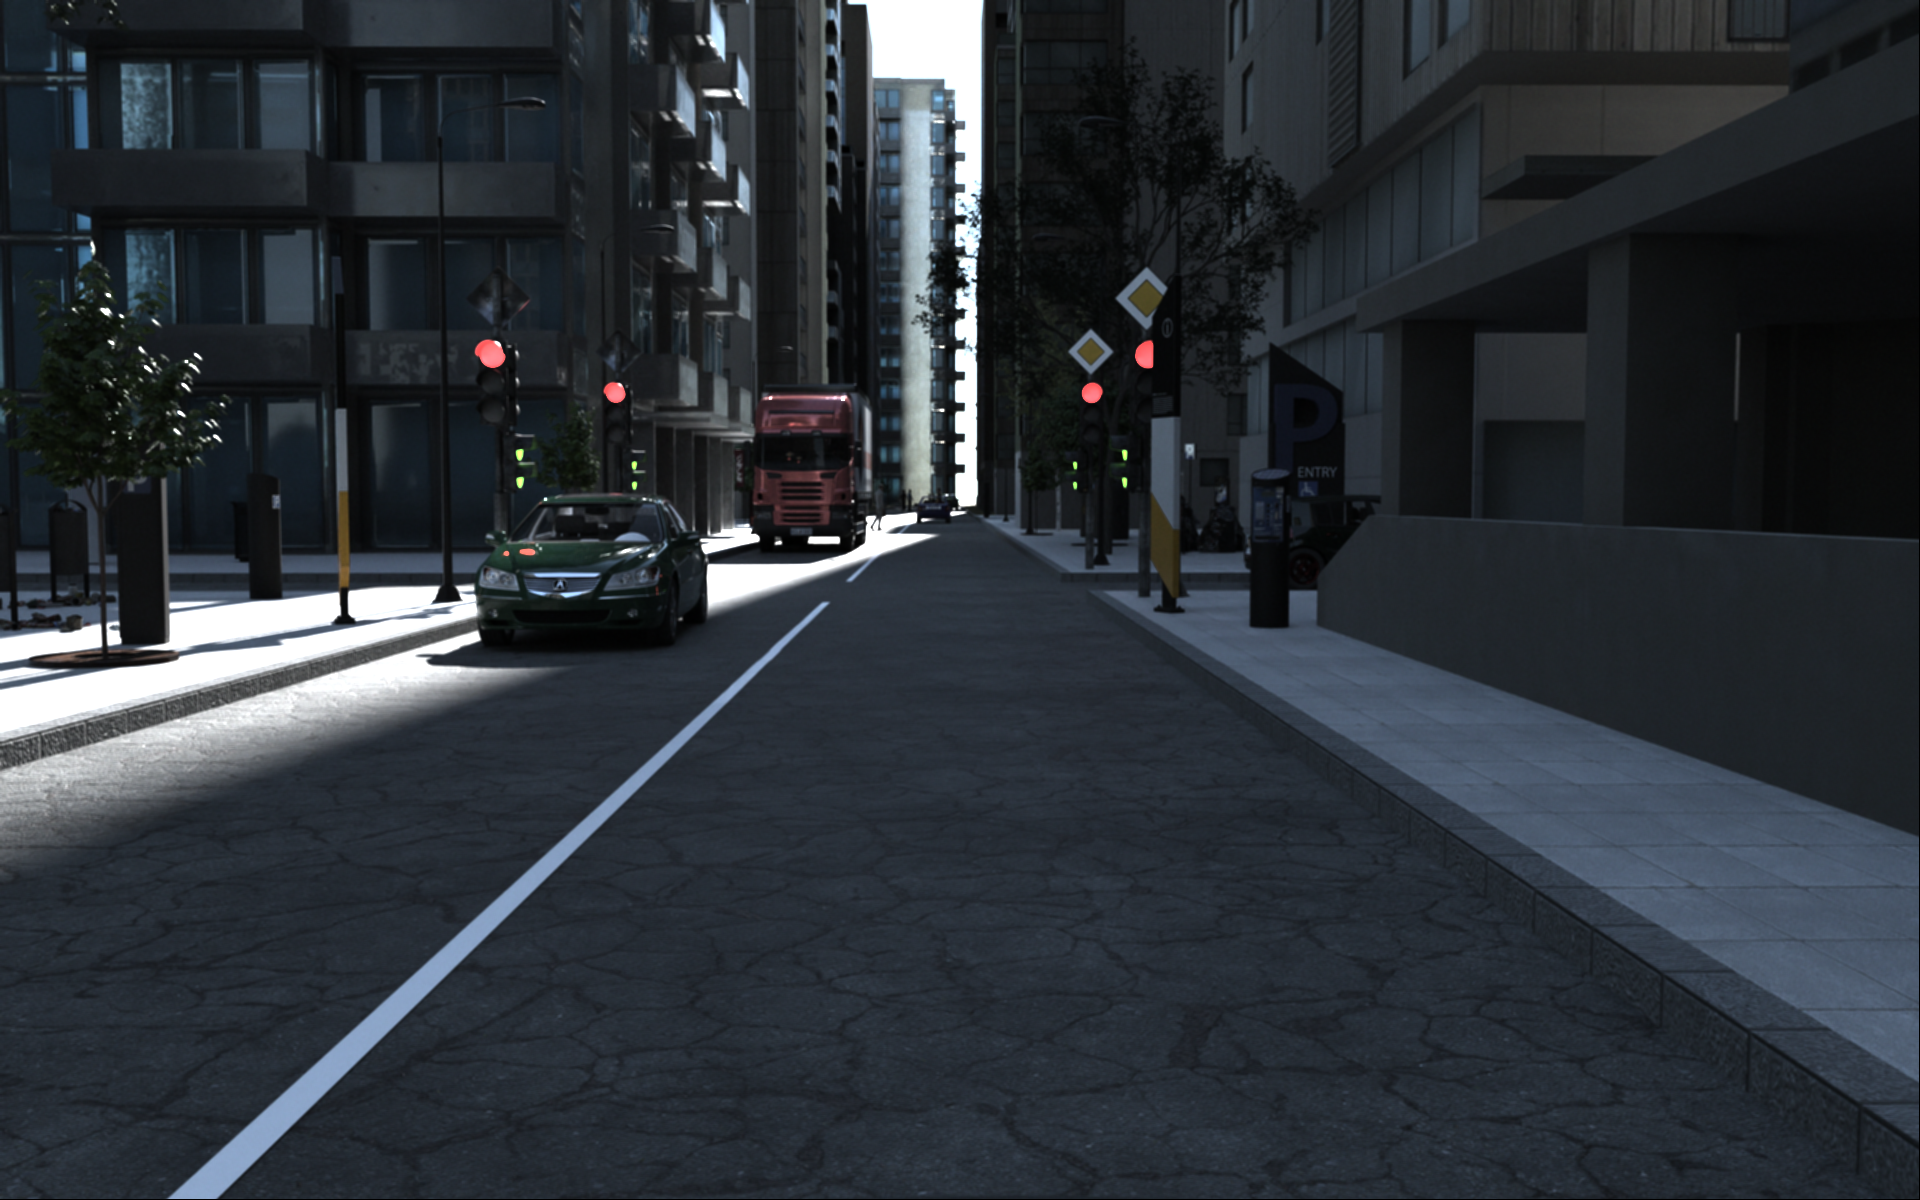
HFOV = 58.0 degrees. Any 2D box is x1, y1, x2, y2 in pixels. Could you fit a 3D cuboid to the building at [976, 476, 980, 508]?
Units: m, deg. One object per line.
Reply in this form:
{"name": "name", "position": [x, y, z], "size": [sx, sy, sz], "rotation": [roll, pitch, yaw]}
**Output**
{"name": "building", "position": [17.784, -29.132, 168.191], "size": [32.217, 40.220, 23.993], "rotation": [0, 4, -1]}

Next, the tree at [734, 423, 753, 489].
{"name": "tree", "position": [-7.955, -5.378, 71.641], "size": [4.285, 4.588, 4.351], "rotation": [0, 3, 0]}

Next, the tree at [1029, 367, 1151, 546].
{"name": "tree", "position": [3.415, -3.637, 43.184], "size": [4.285, 4.588, 4.351], "rotation": [0, 3, 0]}

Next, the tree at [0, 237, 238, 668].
{"name": "tree", "position": [-6.581, -1.127, 13.022], "size": [1.663, 3.219, 1.824], "rotation": [0, 3, 0]}

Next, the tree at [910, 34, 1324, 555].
{"name": "tree", "position": [3.061, -6.225, 36.193], "size": [8.767, 10.594, 7.601], "rotation": [0, 4, 3]}

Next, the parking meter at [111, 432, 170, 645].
{"name": "parking meter", "position": [-7.010, -0.557, 14.811], "size": [0.399, 1.863, 0.255], "rotation": [-1, 4, -11]}

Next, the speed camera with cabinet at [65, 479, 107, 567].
{"name": "speed camera with cabinet", "position": [-15.728, -2.251, 31.139], "size": [0.660, 3.252, 2.038], "rotation": [-2, 4, -30]}

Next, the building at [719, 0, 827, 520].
{"name": "building", "position": [-14.488, -24.948, 91.492], "size": [14.154, 41.232, 14.086], "rotation": [0, 4, -1]}

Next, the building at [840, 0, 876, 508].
{"name": "building", "position": [-14.979, -31.001, 156.978], "size": [14.600, 45.320, 14.200], "rotation": [0, 4, -1]}

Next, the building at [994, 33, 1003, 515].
{"name": "building", "position": [9.176, -20.852, 112.625], "size": [14.160, 30.474, 14.107], "rotation": [0, 4, -1]}

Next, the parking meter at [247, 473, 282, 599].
{"name": "parking meter", "position": [-8.519, -0.783, 21.215], "size": [0.372, 1.533, 0.369], "rotation": [0, 3, 0]}

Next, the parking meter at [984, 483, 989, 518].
{"name": "parking meter", "position": [1.428, -5.386, 93.764], "size": [0.255, 1.863, 0.399], "rotation": [0, 4, -6]}

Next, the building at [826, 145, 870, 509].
{"name": "building", "position": [-14.824, -22.713, 143.051], "size": [14.160, 30.474, 14.107], "rotation": [0, 4, -1]}

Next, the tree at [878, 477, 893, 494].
{"name": "tree", "position": [-8.141, -11.469, 182.112], "size": [1.663, 3.219, 1.824], "rotation": [0, 3, 0]}

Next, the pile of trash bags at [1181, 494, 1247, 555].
{"name": "pile of trash bags", "position": [5.112, -1.730, 38.031], "size": [1.912, 1.369, 3.447], "rotation": [2, 4, 24]}

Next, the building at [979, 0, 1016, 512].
{"name": "building", "position": [11.963, -42.288, 129.653], "size": [20.563, 71.187, 20.611], "rotation": [0, 4, -1]}

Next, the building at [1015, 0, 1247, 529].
{"name": "building", "position": [9.165, -18.208, 69.409], "size": [14.160, 30.474, 14.107], "rotation": [0, 4, -1]}

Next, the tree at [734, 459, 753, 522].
{"name": "tree", "position": [-9.929, -5.208, 79.750], "size": [1.663, 3.219, 1.824], "rotation": [0, 3, 0]}

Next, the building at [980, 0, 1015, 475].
{"name": "building", "position": [8.824, -30.486, 148.563], "size": [14.600, 45.320, 14.200], "rotation": [0, 4, -1]}

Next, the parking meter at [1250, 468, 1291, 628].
{"name": "parking meter", "position": [2.990, -0.507, 16.698], "size": [0.372, 1.533, 0.369], "rotation": [0, 3, 0]}

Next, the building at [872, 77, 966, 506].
{"name": "building", "position": [-14.607, -35.436, 198.992], "size": [30.456, 49.044, 23.786], "rotation": [0, 4, -1]}

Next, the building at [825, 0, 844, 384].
{"name": "building", "position": [-18.065, -49.261, 118.086], "size": [22.319, 86.520, 31.000], "rotation": [0, 4, -1]}

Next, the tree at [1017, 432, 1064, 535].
{"name": "tree", "position": [2.364, -3.636, 54.049], "size": [1.663, 3.219, 1.824], "rotation": [0, 3, 0]}

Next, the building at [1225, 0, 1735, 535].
{"name": "building", "position": [21.514, -27.649, 41.298], "size": [27.495, 52.752, 28.713], "rotation": [0, 4, -1]}

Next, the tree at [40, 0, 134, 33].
{"name": "tree", "position": [-6.600, -4.455, 7.247], "size": [8.767, 10.594, 7.601], "rotation": [0, 3, 0]}

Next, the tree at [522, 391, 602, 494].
{"name": "tree", "position": [-7.224, -2.337, 32.816], "size": [1.663, 3.219, 1.824], "rotation": [0, 3, 0]}

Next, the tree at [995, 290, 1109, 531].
{"name": "tree", "position": [3.344, -6.690, 59.739], "size": [4.737, 8.622, 4.395], "rotation": [0, 3, 0]}

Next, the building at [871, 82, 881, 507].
{"name": "building", "position": [-14.961, -29.912, 172.650], "size": [14.086, 41.232, 14.154], "rotation": [0, 4, -1]}

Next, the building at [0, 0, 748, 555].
{"name": "building", "position": [-18.044, -26.254, 48.856], "size": [23.786, 49.044, 30.456], "rotation": [0, 4, -1]}

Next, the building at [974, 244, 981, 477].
{"name": "building", "position": [8.816, -25.935, 195.740], "size": [14.107, 30.474, 14.160], "rotation": [0, 4, -1]}

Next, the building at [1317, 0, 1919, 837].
{"name": "building", "position": [19.659, -19.390, 8.903], "size": [32.217, 40.220, 23.993], "rotation": [0, 4, -1]}
